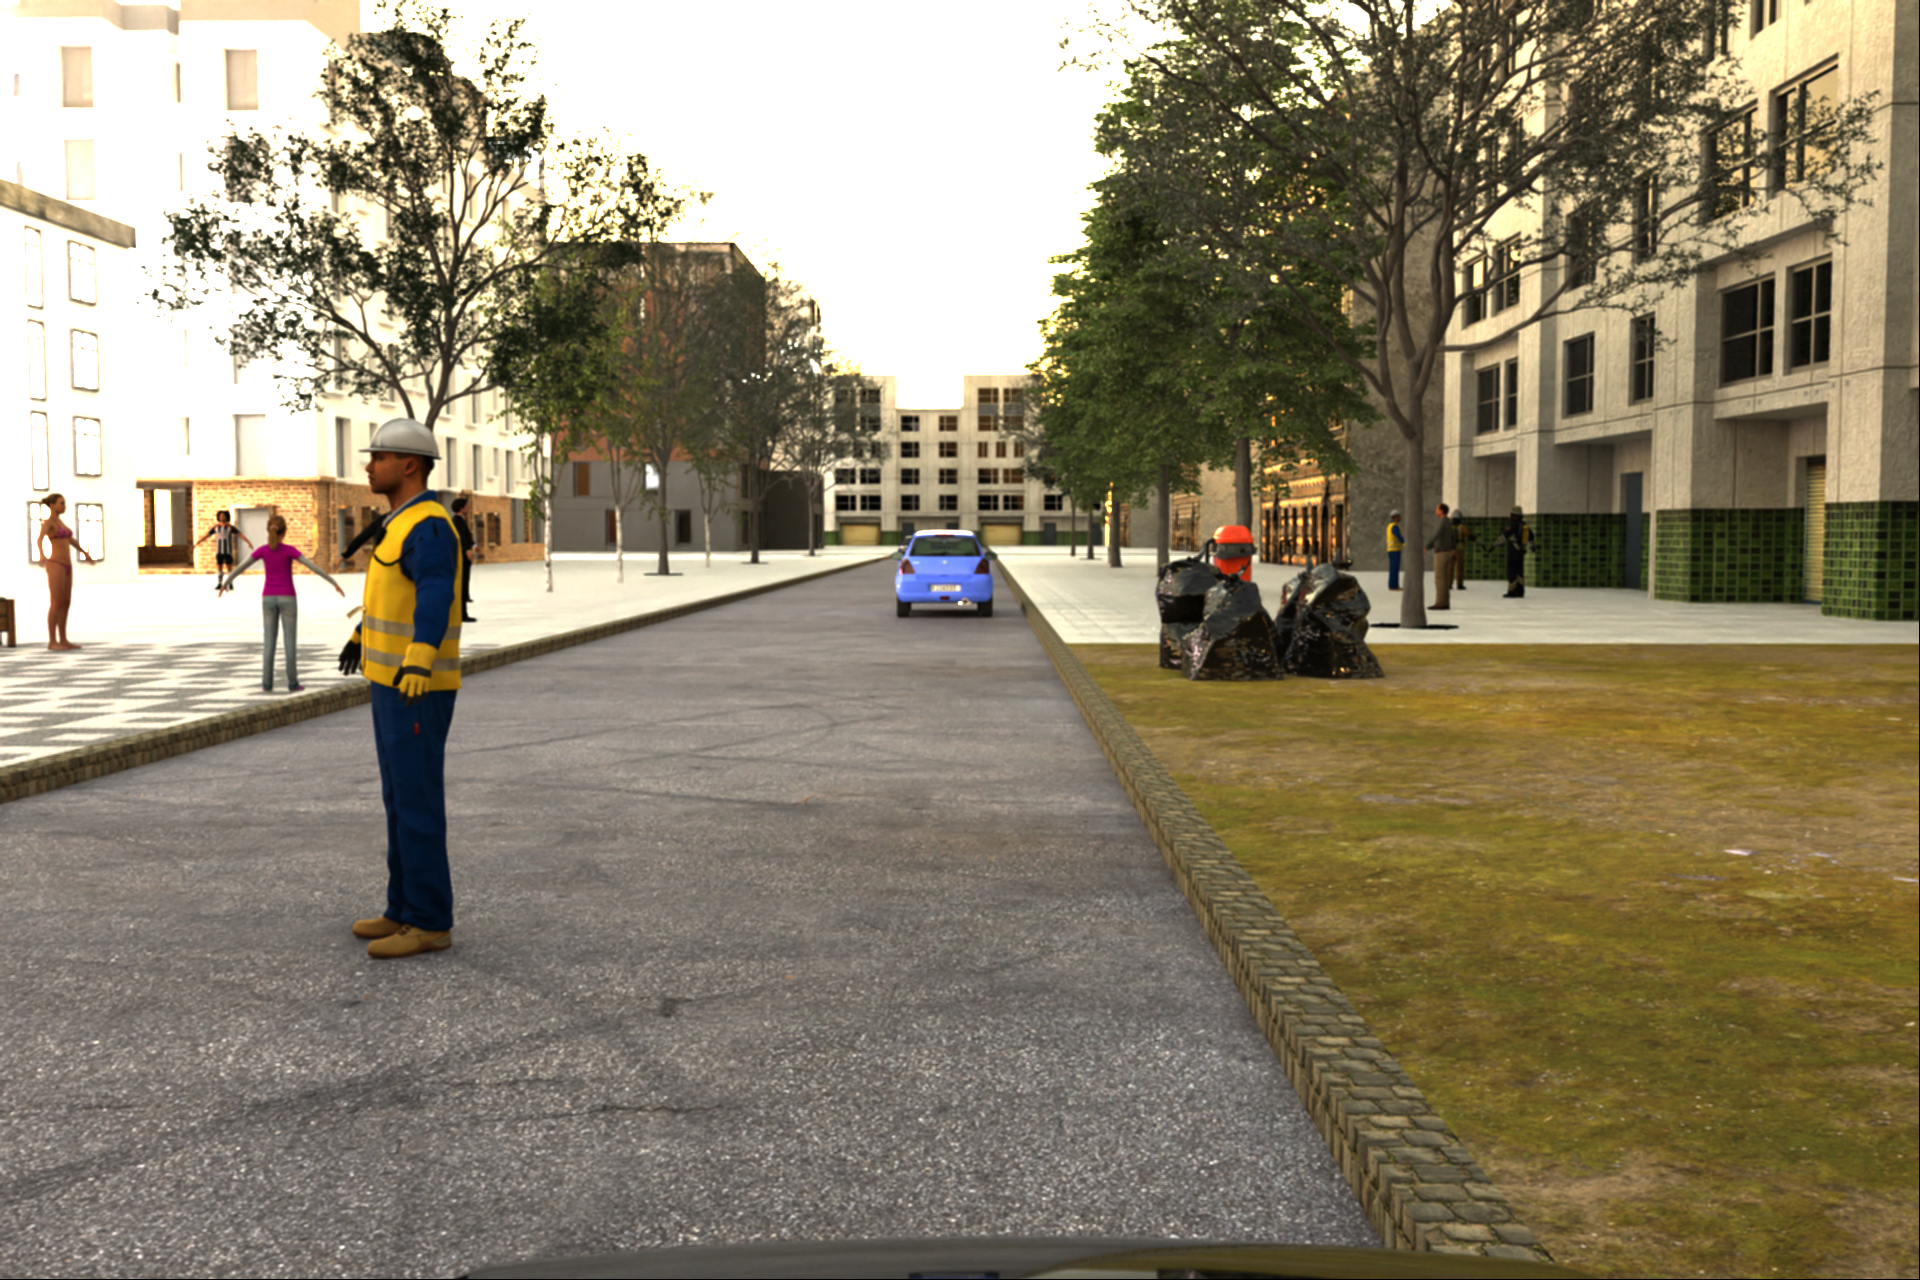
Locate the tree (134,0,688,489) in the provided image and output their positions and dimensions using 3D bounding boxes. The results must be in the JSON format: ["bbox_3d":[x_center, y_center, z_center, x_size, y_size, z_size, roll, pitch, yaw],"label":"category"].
[{"bbox_3d":[-9.069,-5.768,28.715,8.767,10.594,7.601,-2,4,-27],"label":"tree"}]

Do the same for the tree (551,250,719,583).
[{"bbox_3d":[-9.119,-5.808,45.325,4.360,8.622,3.978,0,3,0],"label":"tree"}]

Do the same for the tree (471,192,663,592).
[{"bbox_3d":[-8.943,-5.375,38.250,4.737,8.622,4.395,0,3,0],"label":"tree"}]

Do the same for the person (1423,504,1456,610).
[{"bbox_3d":[8.153,-1.413,29.380,0.705,1.796,1.348,3,4,37],"label":"person"}]

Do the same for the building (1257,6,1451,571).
[{"bbox_3d":[22.558,-14.476,67.611,19.493,23.208,18.063,0,4,1],"label":"building"}]

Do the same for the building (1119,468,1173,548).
[{"bbox_3d":[24.861,-20.608,167.863,19.493,23.208,18.063,0,4,0],"label":"building"}]

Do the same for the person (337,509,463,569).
[{"bbox_3d":[-6.271,-0.823,19.389,1.347,1.837,0.705,-1,4,-14],"label":"person"}]

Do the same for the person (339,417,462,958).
[{"bbox_3d":[-1.941,0.148,6.011,0.705,1.833,1.349,-2,4,-27],"label":"person"}]

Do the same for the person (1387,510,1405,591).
[{"bbox_3d":[9.934,-2.046,39.428,0.705,1.833,1.349,0,4,0],"label":"person"}]

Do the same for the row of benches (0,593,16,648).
[{"bbox_3d":[-12.259,-0.187,18.521,4.104,0.672,1.422,-3,5,-43],"label":"row of benches"}]

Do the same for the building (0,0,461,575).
[{"bbox_3d":[-24.960,-12.208,56.025,16.016,20.090,11.380,0,4,0],"label":"building"}]

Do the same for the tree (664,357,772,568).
[{"bbox_3d":[-9.742,-7.086,66.215,4.360,8.622,3.978,0,3,0],"label":"tree"}]

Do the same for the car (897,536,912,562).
[{"bbox_3d":[-2.239,-4.657,88.727,1.945,1.354,3.894,0,4,1],"label":"car"}]

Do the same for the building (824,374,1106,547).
[{"bbox_3d":[0.700,-20.149,198.355,31.486,18.905,16.747,0,4,3],"label":"building"}]

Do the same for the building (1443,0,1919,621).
[{"bbox_3d":[21.982,-10.204,33.286,16.747,18.905,31.486,0,4,1],"label":"building"}]

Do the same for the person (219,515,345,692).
[{"bbox_3d":[-5.551,-0.299,14.162,0.991,1.433,0.599,0,4,-7],"label":"person"}]

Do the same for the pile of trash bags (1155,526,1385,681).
[{"bbox_3d":[2.838,-0.429,16.768,1.912,1.369,3.447,0,4,-1],"label":"pile of trash bags"}]

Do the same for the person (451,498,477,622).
[{"bbox_3d":[-7.268,-1.172,25.353,0.705,1.806,1.347,-1,4,-20],"label":"person"}]

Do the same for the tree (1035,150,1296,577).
[{"bbox_3d":[6.109,-8.149,51.361,7.486,12.596,7.792,0,3,0],"label":"tree"}]

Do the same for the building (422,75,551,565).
[{"bbox_3d":[-25.378,-13.245,72.970,16.016,20.090,11.380,0,3,0],"label":"building"}]

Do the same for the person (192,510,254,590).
[{"bbox_3d":[-16.920,-2.059,39.810,1.345,1.843,0.704,0,4,-7],"label":"person"}]

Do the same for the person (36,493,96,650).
[{"bbox_3d":[-9.939,-0.762,19.254,0.721,1.733,1.217,0,4,-3],"label":"person"}]

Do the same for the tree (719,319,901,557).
[{"bbox_3d":[-8.444,-11.518,98.693,12.009,13.543,11.850,0,3,0],"label":"tree"}]

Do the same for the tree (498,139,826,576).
[{"bbox_3d":[-9.345,-8.782,53.957,12.009,13.543,11.850,0,3,0],"label":"tree"}]

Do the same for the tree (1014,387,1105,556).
[{"bbox_3d":[6.778,-10.103,99.591,7.601,10.594,8.767,-3,5,-43],"label":"tree"}]

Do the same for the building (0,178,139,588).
[{"bbox_3d":[-23.388,-5.594,33.614,9.099,9.664,28.070,0,4,0],"label":"building"}]

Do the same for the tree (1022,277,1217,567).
[{"bbox_3d":[6.163,-9.060,66.254,7.486,12.596,7.792,0,3,0],"label":"tree"}]

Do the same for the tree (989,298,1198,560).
[{"bbox_3d":[6.541,-10.798,86.916,12.009,13.543,11.850,0,3,0],"label":"tree"}]

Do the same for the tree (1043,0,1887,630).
[{"bbox_3d":[6.090,-6.898,23.156,12.009,13.543,11.850,0,3,0],"label":"tree"}]

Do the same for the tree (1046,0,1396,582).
[{"bbox_3d":[5.406,-7.139,34.851,7.486,12.596,7.792,0,3,0],"label":"tree"}]

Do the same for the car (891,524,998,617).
[{"bbox_3d":[-0.281,-1.321,31.188,1.945,1.707,3.694,0,4,-1],"label":"car"}]

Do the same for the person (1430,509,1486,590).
[{"bbox_3d":[11.507,-2.103,40.145,1.354,1.858,0.705,3,4,37],"label":"person"}]

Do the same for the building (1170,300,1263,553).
[{"bbox_3d":[25.648,-18.052,126.072,19.493,23.208,18.063,0,4,1],"label":"building"}]

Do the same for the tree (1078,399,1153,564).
[{"bbox_3d":[6.591,-7.548,73.768,4.737,8.622,4.395,0,3,0],"label":"tree"}]

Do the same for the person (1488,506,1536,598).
[{"bbox_3d":[11.213,-1.787,34.996,1.354,1.856,0.705,-2,4,-32],"label":"person"}]

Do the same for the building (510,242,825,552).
[{"bbox_3d":[-26.116,-17.960,137.614,27.936,21.610,32.646,0,4,0],"label":"building"}]

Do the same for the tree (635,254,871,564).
[{"bbox_3d":[-8.765,-10.060,74.848,12.009,13.543,11.850,0,3,0],"label":"tree"}]

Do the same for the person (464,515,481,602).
[{"bbox_3d":[-9.310,-1.593,32.759,0.721,1.740,1.216,-2,4,-33],"label":"person"}]
